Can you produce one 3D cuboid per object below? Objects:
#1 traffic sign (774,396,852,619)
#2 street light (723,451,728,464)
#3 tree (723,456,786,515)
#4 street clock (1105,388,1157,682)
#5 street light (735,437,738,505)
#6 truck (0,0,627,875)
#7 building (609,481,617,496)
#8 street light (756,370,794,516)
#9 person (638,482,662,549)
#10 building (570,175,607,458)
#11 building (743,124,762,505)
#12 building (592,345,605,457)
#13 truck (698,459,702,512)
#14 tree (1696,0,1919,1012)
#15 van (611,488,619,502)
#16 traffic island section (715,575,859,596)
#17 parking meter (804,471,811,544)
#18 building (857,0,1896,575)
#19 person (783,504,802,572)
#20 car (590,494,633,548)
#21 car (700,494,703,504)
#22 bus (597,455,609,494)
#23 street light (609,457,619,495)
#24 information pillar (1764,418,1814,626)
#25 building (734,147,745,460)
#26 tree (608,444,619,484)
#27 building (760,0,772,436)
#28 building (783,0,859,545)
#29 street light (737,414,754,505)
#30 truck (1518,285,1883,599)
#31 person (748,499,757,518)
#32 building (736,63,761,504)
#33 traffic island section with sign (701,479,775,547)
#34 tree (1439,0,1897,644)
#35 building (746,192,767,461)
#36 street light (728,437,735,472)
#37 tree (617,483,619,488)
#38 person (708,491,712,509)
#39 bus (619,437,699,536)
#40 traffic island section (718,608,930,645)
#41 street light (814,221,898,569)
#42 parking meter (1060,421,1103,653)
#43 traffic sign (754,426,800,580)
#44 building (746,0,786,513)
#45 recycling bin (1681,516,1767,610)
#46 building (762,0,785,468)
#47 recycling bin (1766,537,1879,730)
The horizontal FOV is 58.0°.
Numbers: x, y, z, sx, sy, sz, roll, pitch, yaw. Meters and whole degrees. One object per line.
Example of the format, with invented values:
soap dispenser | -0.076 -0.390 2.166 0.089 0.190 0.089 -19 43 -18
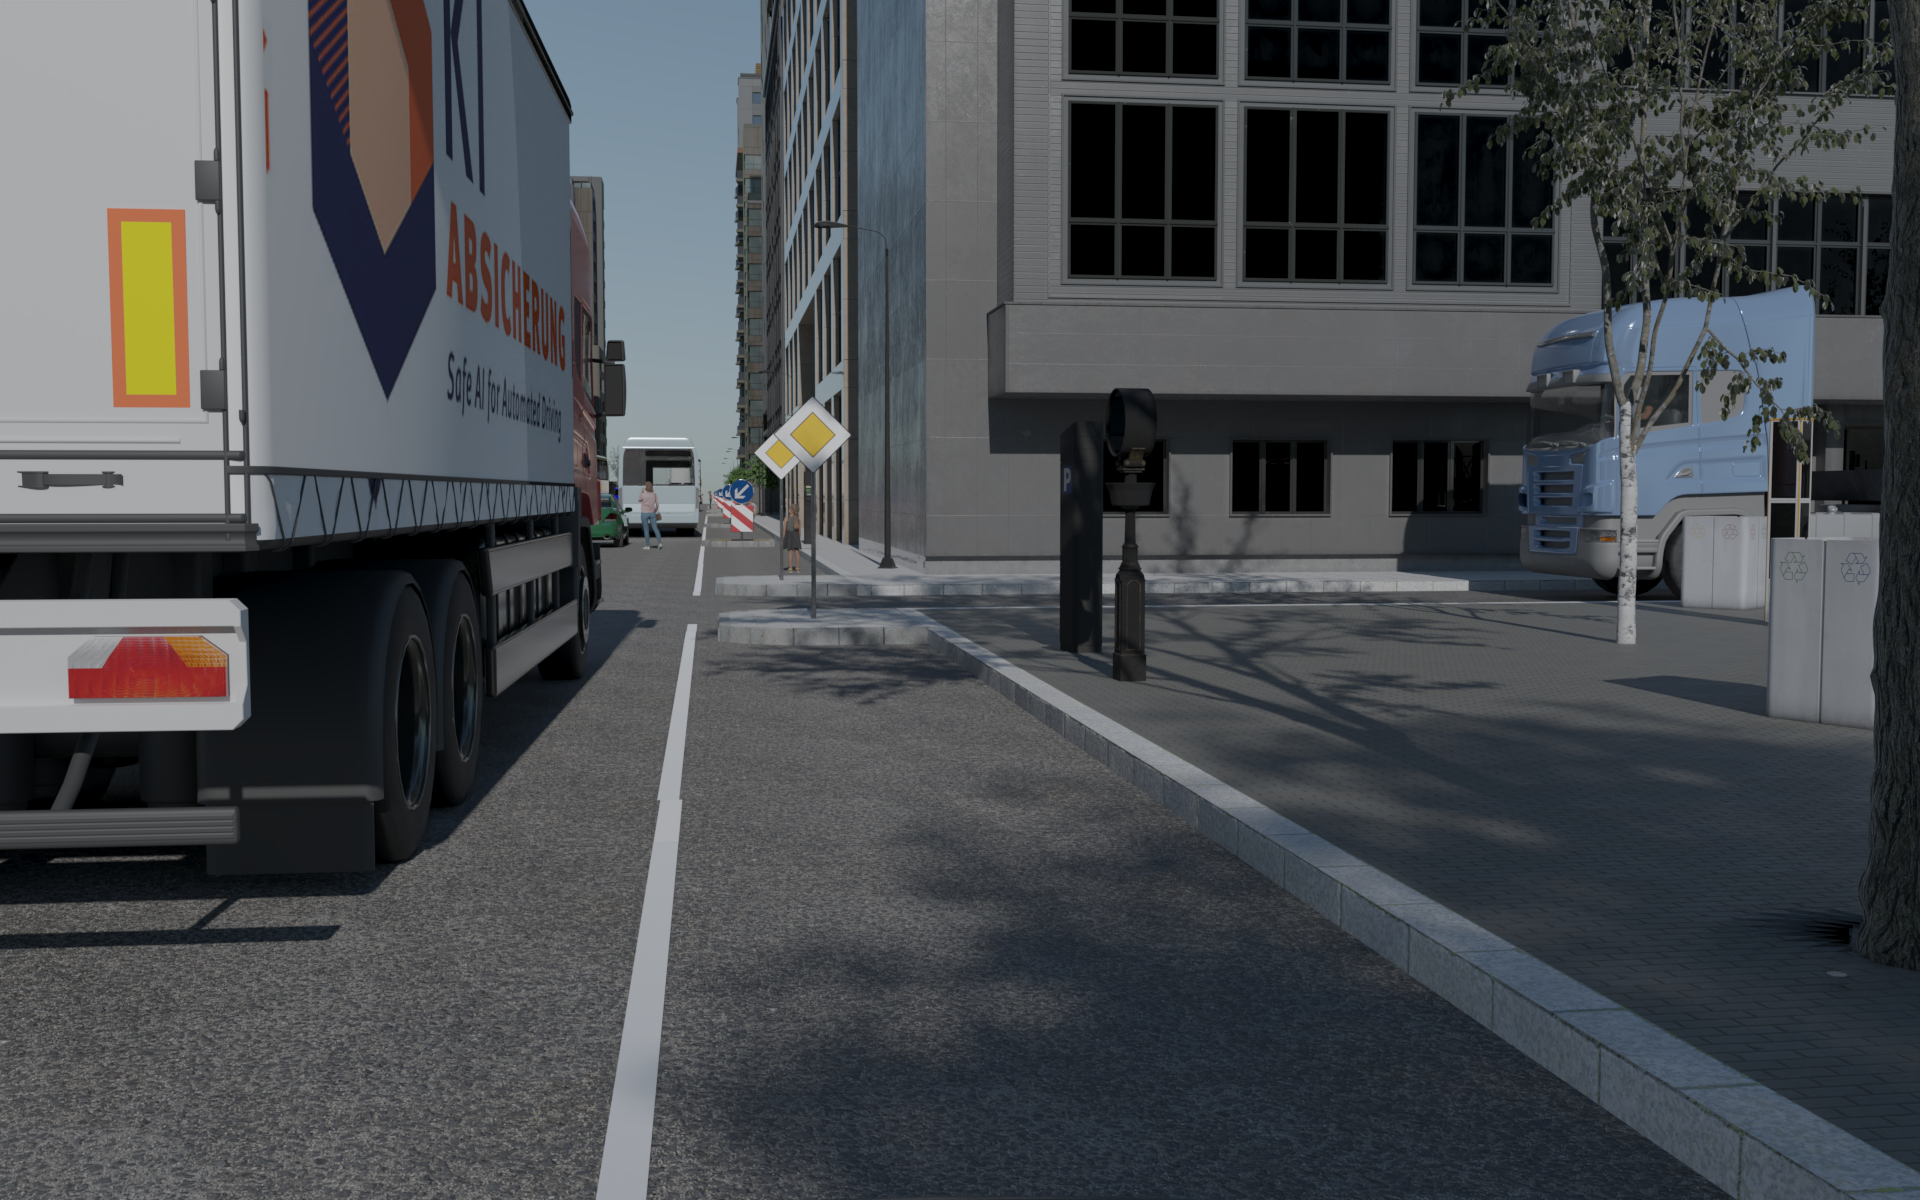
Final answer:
traffic sign | -1.509 -0.865 17.789 0.795 2.450 0.064 -1 4 -8
street light | -24.547 -13.114 186.948 1.470 5.913 1.316 -1 4 -8
tree | -11.853 -7.664 109.016 4.285 4.588 4.351 0 3 0
street clock | 1.168 -0.448 11.889 0.358 2.002 0.471 -1 4 -12
street light | -12.756 -8.129 105.442 1.470 5.913 1.316 -1 4 -8
truck | -3.675 -1.281 9.859 2.839 4.237 11.283 0 4 -7
building | -63.226 -33.173 234.257 32.217 40.220 23.993 -1 4 -8
street light | -6.835 -5.653 64.962 1.470 5.913 1.316 -1 4 -8
person | -7.965 -2.181 44.743 0.593 1.750 0.643 -2 4 -31
building | -51.706 -32.561 215.961 14.154 41.232 14.086 -1 4 -8
building | -17.293 -31.290 195.187 14.154 41.232 14.086 -1 4 -8
building | -54.748 -21.328 193.758 27.650 21.520 28.899 -1 4 -8
truck | -22.915 -9.510 144.399 2.839 4.237 11.283 -1 4 -9
tree | 2.748 -4.823 4.612 9.928 11.665 9.643 0 3 0
van | -30.828 -9.469 159.198 2.240 2.365 5.245 0 4 -7
traffic island section | -2.629 -0.214 25.773 2.009 0.180 2.903 -1 4 -8
parking meter | -3.846 -2.355 44.219 0.255 1.863 0.399 -1 4 -11
building | 13.440 -13.153 34.124 30.058 24.678 14.314 -1 4 -8
person | -3.091 -1.138 31.781 0.362 1.253 0.373 -1 4 -22
car | -10.135 -2.199 47.752 2.131 1.459 4.920 0 4 -8
car | -37.148 -14.323 242.845 2.281 1.827 5.304 0 4 -7
bus | -20.678 -6.216 93.182 2.896 3.916 12.252 0 4 -7
street light | -43.516 -14.979 217.447 1.470 5.913 1.316 -1 4 -8
information pillar | 8.044 -0.754 16.814 0.304 2.012 0.304 -3 5 -44
building | -16.929 -34.400 217.070 22.147 44.769 28.867 -1 4 -8
tree | -50.314 -18.725 256.522 4.360 8.622 3.978 0 3 0
building | -3.177 -34.227 148.845 28.713 52.752 27.495 -1 4 -8
building | 4.150 -15.696 61.146 19.350 26.468 34.151 -1 4 -8
street light | -11.963 -7.810 100.240 1.470 5.913 1.316 -1 4 -8
truck | 16.511 -2.092 23.968 18.799 4.110 2.967 0 4 -6
person | -8.657 -3.612 72.238 0.352 1.250 0.332 -1 4 -22
building | -20.756 -43.006 245.148 21.231 58.520 28.212 -1 4 -8
traffic island section with sign | -6.143 -2.397 47.814 1.989 1.847 2.006 -1 4 -8
tree | 5.743 -3.916 14.391 4.360 8.622 3.978 0 3 0
building | -13.720 -24.299 168.984 14.160 30.474 14.107 -1 4 -8
street light | -17.848 -10.287 140.725 1.470 5.913 1.316 -1 4 -8
tree | -49.755 -15.689 251.115 1.663 3.219 1.824 0 3 0
person | -23.958 -9.639 166.815 0.721 1.743 1.217 0 4 -3
bus | -10.895 -4.137 62.496 2.948 3.499 13.247 -1 4 -10
traffic island section | -1.487 0.270 17.869 2.009 0.180 2.903 -1 4 -8
street light | -1.787 -3.494 29.672 1.470 5.913 1.316 -1 4 -8
parking meter | 0.987 -0.515 14.128 0.255 1.863 0.399 -1 4 -17
traffic sign | -2.652 -1.349 25.692 0.795 2.450 0.064 -1 4 -8
building | -4.996 -41.911 123.493 20.563 71.187 20.611 -1 4 -8
recycling bin | 8.643 -0.429 19.566 0.722 1.027 0.722 3 5 45
building | -2.617 -18.101 89.459 14.314 27.812 24.014 -1 4 -8
recycling bin | 5.110 0.167 9.817 0.722 1.027 0.722 -2 4 -30
